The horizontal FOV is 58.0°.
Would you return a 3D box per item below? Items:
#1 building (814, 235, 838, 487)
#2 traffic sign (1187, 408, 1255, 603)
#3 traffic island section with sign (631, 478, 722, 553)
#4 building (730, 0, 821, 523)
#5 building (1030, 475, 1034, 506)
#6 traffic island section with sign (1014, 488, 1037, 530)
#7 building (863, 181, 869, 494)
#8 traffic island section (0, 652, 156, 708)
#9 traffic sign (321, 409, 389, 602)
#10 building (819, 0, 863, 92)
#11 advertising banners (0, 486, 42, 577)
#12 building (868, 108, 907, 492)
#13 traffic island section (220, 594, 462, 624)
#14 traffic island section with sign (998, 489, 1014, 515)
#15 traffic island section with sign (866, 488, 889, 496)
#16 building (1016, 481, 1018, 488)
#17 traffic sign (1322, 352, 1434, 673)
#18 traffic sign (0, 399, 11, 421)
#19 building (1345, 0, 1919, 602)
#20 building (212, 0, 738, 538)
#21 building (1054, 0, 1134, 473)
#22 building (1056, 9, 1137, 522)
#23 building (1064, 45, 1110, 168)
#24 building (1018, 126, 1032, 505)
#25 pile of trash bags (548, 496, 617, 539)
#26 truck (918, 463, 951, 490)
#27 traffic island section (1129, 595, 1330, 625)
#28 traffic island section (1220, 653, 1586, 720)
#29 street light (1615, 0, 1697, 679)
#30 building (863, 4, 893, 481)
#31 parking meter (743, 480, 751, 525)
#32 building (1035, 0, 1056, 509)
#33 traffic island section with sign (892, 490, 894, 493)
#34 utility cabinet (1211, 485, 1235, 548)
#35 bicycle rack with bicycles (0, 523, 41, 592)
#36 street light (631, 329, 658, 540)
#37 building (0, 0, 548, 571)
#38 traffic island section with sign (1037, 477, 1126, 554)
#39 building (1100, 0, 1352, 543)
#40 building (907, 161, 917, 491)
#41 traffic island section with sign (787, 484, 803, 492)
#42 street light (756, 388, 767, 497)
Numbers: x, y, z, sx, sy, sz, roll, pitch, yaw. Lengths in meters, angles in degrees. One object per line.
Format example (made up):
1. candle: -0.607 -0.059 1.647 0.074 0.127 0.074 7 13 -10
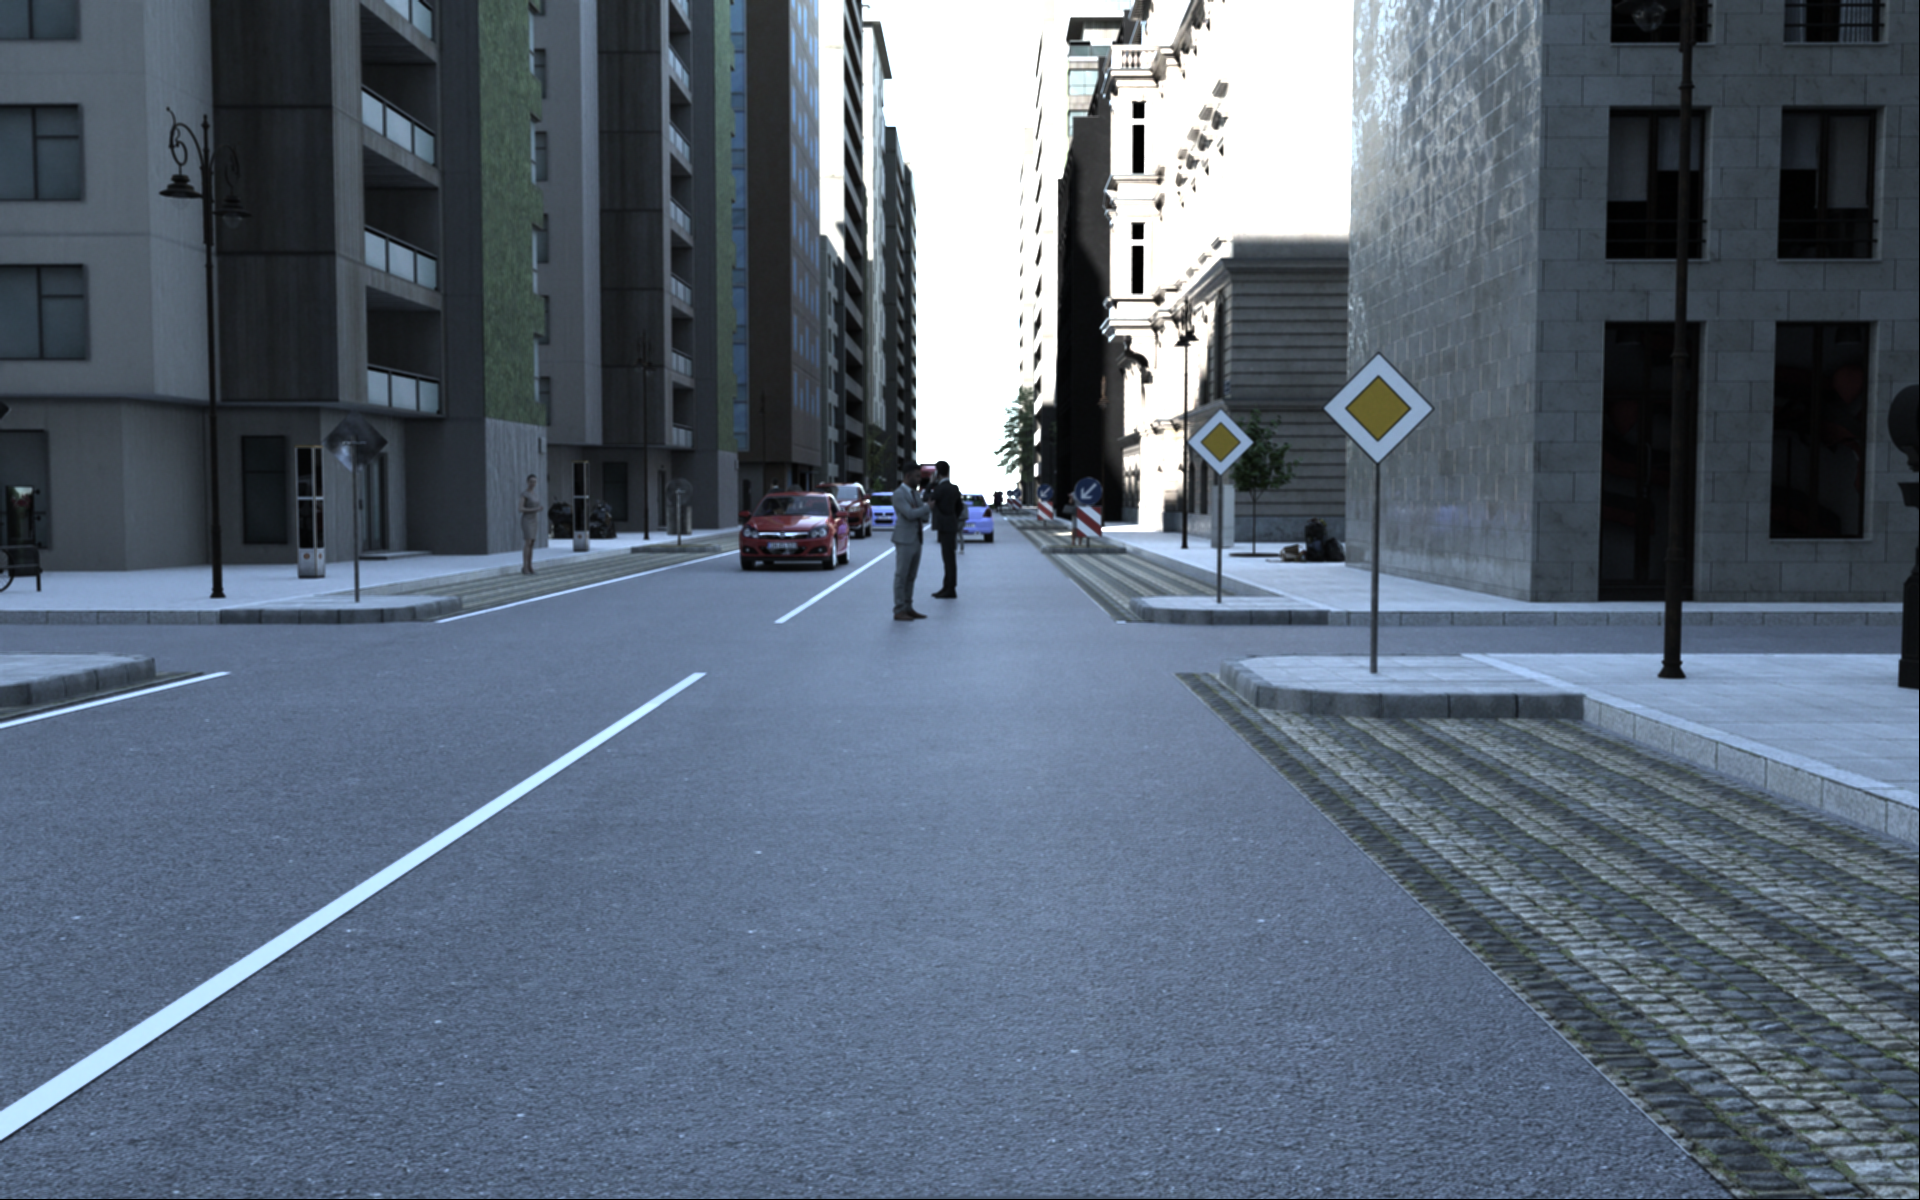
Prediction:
1. building: -22.763 -16.225 110.322 27.650 21.520 28.899 0 4 1
2. traffic sign: 3.049 -1.021 20.342 0.795 2.450 0.064 0 4 1
3. traffic island section with sign: -6.938 -2.080 42.639 1.989 1.847 2.006 0 4 1
4. building: -14.209 -26.417 82.021 14.600 45.320 14.200 0 4 1
5. building: 18.306 -46.343 195.955 20.563 71.187 20.611 0 4 1
6. traffic island section with sign: 3.278 -3.722 69.486 1.989 1.847 2.006 0 4 1
7. building: -15.588 -23.346 153.414 14.160 30.474 14.107 0 4 1
8. traffic island section: -7.253 0.595 12.549 2.009 0.180 2.903 0 4 1
9. traffic sign: -7.144 -1.029 20.471 0.795 2.450 0.064 0 4 1
10. building: -18.862 -31.251 134.660 21.300 48.544 21.600 0 4 1
11. advertising banners: -14.863 -1.833 26.152 0.090 3.025 2.074 2 4 25
12. building: -18.087 -36.334 217.768 21.300 48.544 21.600 0 4 1
13. traffic island section: -7.168 0.107 20.533 2.009 0.180 2.903 0 4 1
14. traffic island section with sign: 3.814 -6.797 119.759 1.989 1.847 2.006 0 4 1
15. traffic island section with sign: -6.117 -6.778 119.444 1.989 1.847 2.006 0 4 1
16. building: 24.004 -33.611 241.415 32.217 40.220 23.993 0 4 1
17. traffic sign: 2.964 -0.533 12.358 0.795 2.450 0.064 0 4 1
18. traffic sign: -7.229 -0.541 12.487 0.795 2.450 0.064 0 4 1
19. building: 15.219 -10.412 24.986 16.860 20.320 10.420 0 4 1
20. building: -15.809 -23.025 60.060 14.154 41.232 14.086 0 4 1
21. building: 21.380 -33.402 135.354 28.713 52.752 27.495 0 4 1
22. building: 11.415 -15.774 87.575 12.332 23.373 15.834 0 4 1
23. building: 13.834 -21.018 115.351 14.160 30.474 14.107 0 4 1
24. building: 18.260 -36.332 217.728 21.300 48.544 21.600 0 4 1
25. pile of trash bags: -11.611 -2.475 50.222 3.447 1.369 1.912 0 4 7
26. truck: -2.309 -10.330 157.801 2.839 4.237 11.283 0 4 2
27. traffic island section: 3.073 0.114 20.419 2.009 0.180 2.903 0 4 1
28. traffic island section: 2.988 0.602 12.435 2.009 0.180 2.903 0 4 1
29. street light: 4.979 -2.394 11.936 0.468 5.910 1.993 0 4 1
30. building: -22.300 -36.907 192.666 28.713 52.752 27.495 0 4 1
31. parking meter: -8.607 -3.929 69.942 0.255 1.863 0.399 0 4 8
32. building: 17.845 -32.803 160.023 21.300 48.544 21.600 0 4 1
33. traffic island section with sign: -5.816 -8.471 147.133 1.989 1.847 2.006 0 4 1
34. utility cabinet: 6.272 -2.000 41.384 0.318 1.500 1.173 1 4 21
35. bicycle rack with bicycles: -13.296 -0.523 21.933 2.852 0.926 2.925 1 4 9
36. street light: -8.833 -4.638 48.612 0.468 5.910 1.993 0 4 1
37. building: -16.972 -21.404 33.543 14.154 41.232 14.086 0 4 1
38. traffic island section with sign: 2.971 -2.049 42.132 1.989 1.847 2.006 0 4 1
39. building: 12.394 -14.848 61.849 14.460 24.649 34.723 0 4 1
40. building: -16.940 -37.664 239.506 21.300 48.544 21.600 0 4 1
41. traffic island section with sign: -6.654 -3.757 70.050 1.989 1.847 2.006 0 4 1
42. street light: -8.577 -6.302 75.825 0.468 5.910 1.993 0 4 1
